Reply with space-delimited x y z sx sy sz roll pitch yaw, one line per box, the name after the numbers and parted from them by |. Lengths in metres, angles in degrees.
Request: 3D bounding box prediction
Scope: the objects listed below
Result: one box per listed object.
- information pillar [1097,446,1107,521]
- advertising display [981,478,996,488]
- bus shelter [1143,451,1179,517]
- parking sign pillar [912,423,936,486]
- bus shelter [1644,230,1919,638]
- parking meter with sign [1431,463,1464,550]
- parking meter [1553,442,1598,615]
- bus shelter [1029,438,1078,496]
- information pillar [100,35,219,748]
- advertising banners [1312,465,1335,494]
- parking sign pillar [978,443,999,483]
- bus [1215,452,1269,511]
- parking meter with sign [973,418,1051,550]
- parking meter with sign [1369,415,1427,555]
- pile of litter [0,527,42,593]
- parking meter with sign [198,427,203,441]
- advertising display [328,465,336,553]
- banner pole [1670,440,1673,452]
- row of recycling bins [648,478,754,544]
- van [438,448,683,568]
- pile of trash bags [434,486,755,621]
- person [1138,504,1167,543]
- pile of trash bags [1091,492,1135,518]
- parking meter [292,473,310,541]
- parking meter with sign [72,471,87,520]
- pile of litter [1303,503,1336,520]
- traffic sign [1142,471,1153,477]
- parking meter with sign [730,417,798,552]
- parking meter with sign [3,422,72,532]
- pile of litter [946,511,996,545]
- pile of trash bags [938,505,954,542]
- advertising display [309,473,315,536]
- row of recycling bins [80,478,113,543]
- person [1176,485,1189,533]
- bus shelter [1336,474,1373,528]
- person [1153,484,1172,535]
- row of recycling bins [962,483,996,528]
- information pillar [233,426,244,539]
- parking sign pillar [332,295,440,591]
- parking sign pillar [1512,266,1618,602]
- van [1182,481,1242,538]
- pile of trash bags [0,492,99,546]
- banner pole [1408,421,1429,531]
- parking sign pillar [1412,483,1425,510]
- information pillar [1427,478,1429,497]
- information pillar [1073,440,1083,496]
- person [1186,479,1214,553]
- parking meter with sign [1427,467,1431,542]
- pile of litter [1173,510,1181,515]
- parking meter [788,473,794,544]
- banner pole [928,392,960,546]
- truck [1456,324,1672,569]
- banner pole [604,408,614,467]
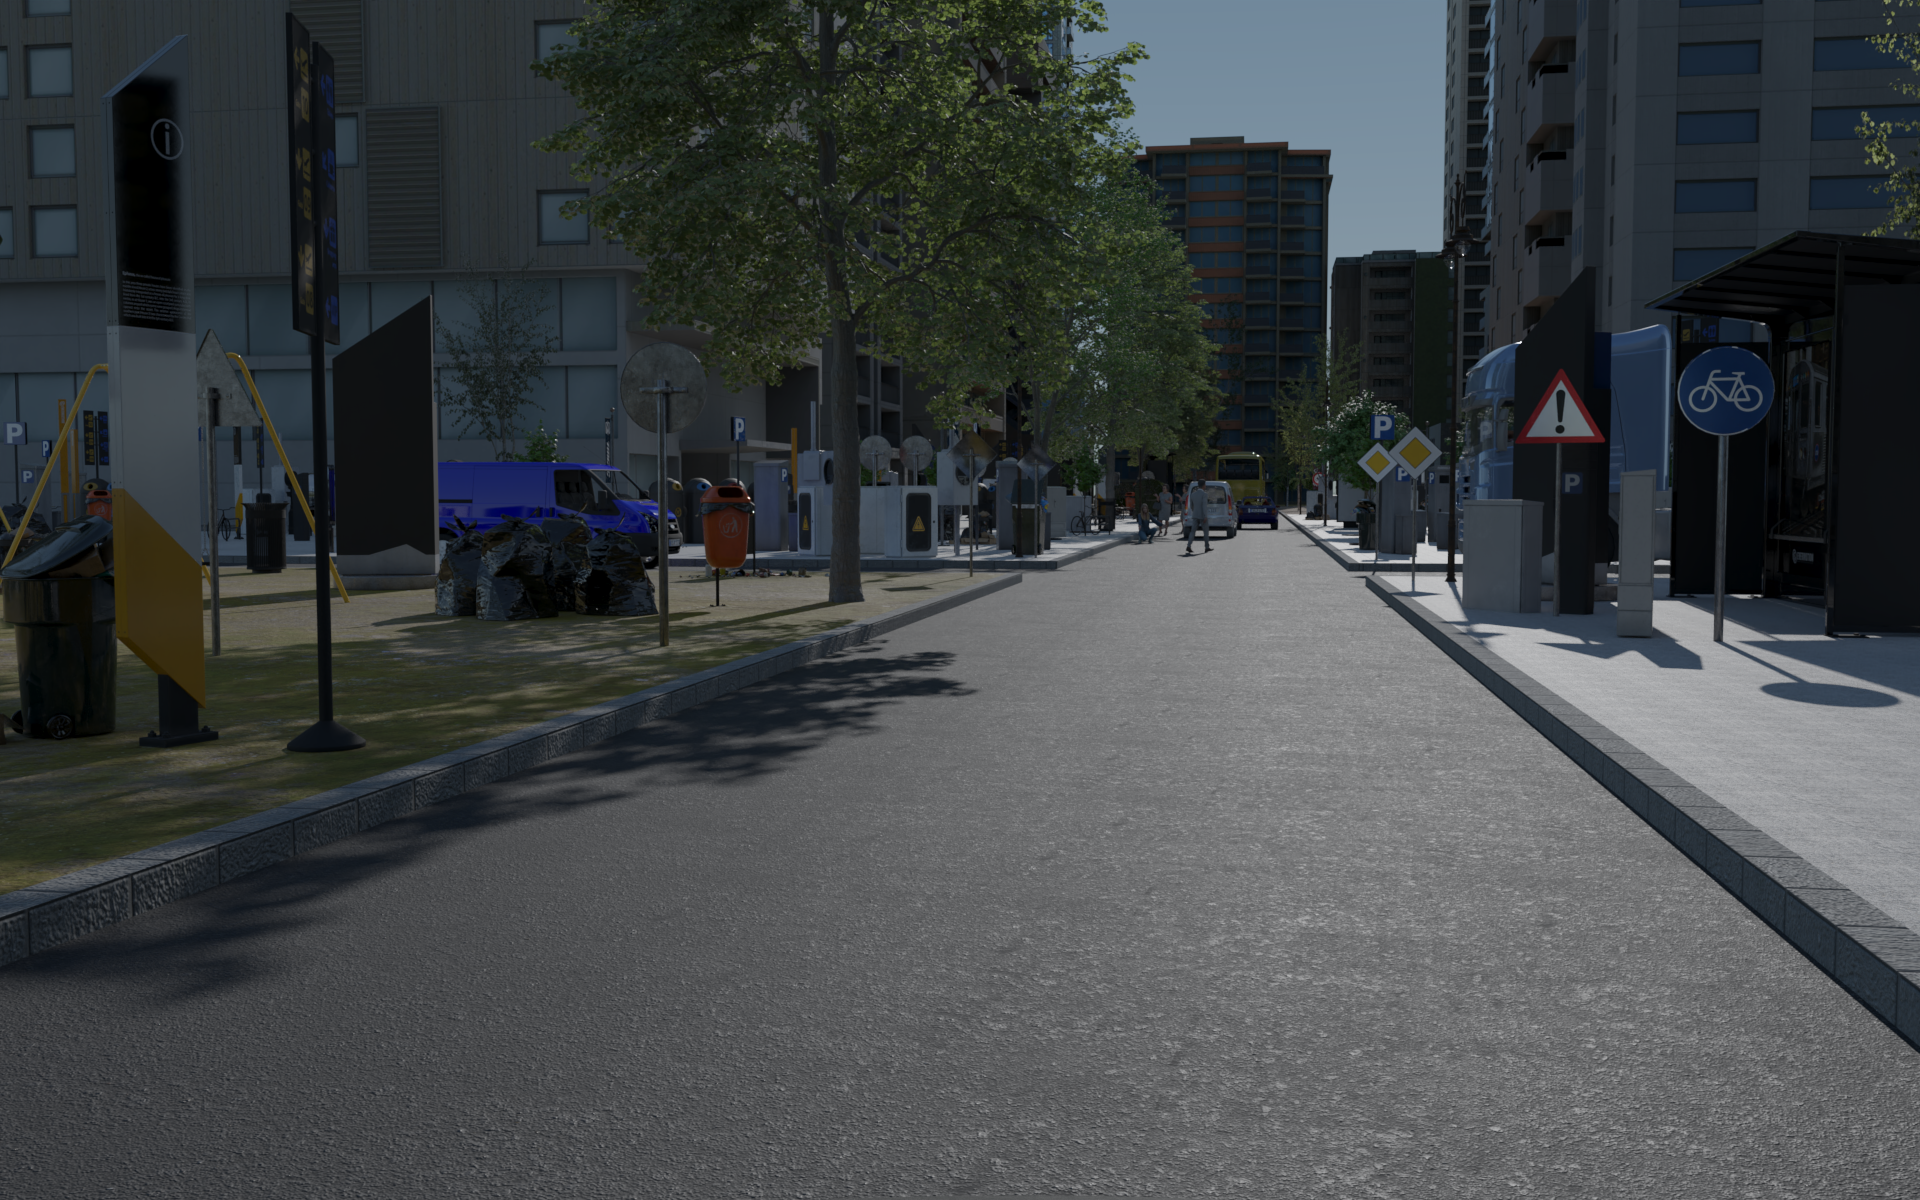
6.423 -5.298 77.977 0.504 3.616 0.183 -2 4 -31 | information pillar
1.307 -3.949 69.775 0.974 1.923 0.123 -2 4 -25 | advertising display
11.422 -6.539 98.197 1.731 3.624 6.357 1 4 10 | bus shelter
-1.351 -4.786 66.716 1.447 3.967 1.447 2 4 28 | parking sign pillar
8.806 -1.657 18.382 1.731 3.624 6.357 1 4 10 | bus shelter
11.798 -2.702 40.433 1.738 3.016 0.543 -3 5 -41 | parking meter with sign
6.568 -0.783 18.521 0.399 1.863 0.255 3 5 40 | parking meter
4.174 -5.063 74.059 1.731 3.624 6.357 1 4 9 | bus shelter
-4.059 -1.064 8.748 0.183 3.616 0.504 2 4 24 | information pillar
21.740 -6.485 102.225 2.074 3.025 0.090 1 4 21 | advertising banners
1.510 -6.151 89.047 1.447 3.967 1.447 -3 5 -41 | parking sign pillar
16.362 -6.666 100.533 2.896 3.916 12.252 1 4 11 | bus
1.208 -2.663 39.806 1.738 3.016 0.543 -1 4 -8 | parking meter with sign
9.395 -2.512 37.340 0.543 3.016 1.738 0 4 -8 | parking meter with sign
-12.442 -0.533 22.678 1.719 0.858 1.176 1 4 11 | pile of litter
-17.590 -2.649 39.567 0.543 3.016 1.738 -2 4 -25 | parking meter with sign
-13.990 -2.023 38.295 0.123 1.923 0.974 -2 4 -33 | advertising display
29.378 -4.948 70.922 0.863 3.779 0.401 3 5 45 | banner pole
-6.386 -2.320 45.052 3.534 1.692 1.069 -2 4 -29 | row of recycling bins
-7.919 -1.750 32.992 5.245 2.365 2.240 1 4 11 | van
-3.880 -0.558 18.870 3.447 1.369 1.912 -2 4 -29 | pile of trash bags
5.555 -2.239 50.607 1.012 1.151 0.738 -1 4 -15 | person
7.752 -5.023 91.877 3.447 1.369 1.912 2 4 28 | pile of trash bags
-18.007 -2.545 47.318 0.399 1.863 0.255 1 4 19 | parking meter
-28.929 -3.689 56.581 0.543 3.016 1.738 3 4 39 | parking meter with sign
17.648 -4.337 84.872 1.719 0.858 1.176 1 4 10 | pile of litter
10.247 -5.785 94.684 0.768 2.556 0.104 1 4 12 | traffic sign
-4.250 -2.611 38.955 1.738 3.016 0.543 1 4 21 | parking meter with sign
-22.832 -2.849 42.849 0.543 3.016 1.738 0 4 3 | parking meter with sign
0.473 -1.851 44.226 1.719 0.858 1.176 3 4 37 | pile of litter
-1.007 -2.330 47.841 1.912 1.369 3.447 0 4 -8 | pile of trash bags
-19.423 -2.917 52.899 0.974 1.923 0.123 0 4 1 | advertising display
-21.416 -2.310 44.889 3.534 1.692 1.069 2 4 26 | row of recycling bins
8.214 -3.366 63.894 0.532 1.782 0.716 -1 4 -16 | person
14.624 -4.226 63.025 2.014 3.302 5.546 1 4 10 | bus shelter
6.992 -3.136 60.127 0.716 1.782 0.532 2 4 31 | person
1.699 -3.543 65.039 3.534 1.692 1.069 3 5 45 | row of recycling bins
-20.449 -3.529 49.058 0.183 3.616 0.504 -3 4 -38 | information pillar
-7.822 -2.149 23.612 1.447 3.967 1.447 -1 4 -9 | parking sign pillar
7.360 -2.003 21.217 1.447 3.967 1.447 -1 4 -20 | parking sign pillar
8.357 -3.098 57.671 2.013 2.044 4.112 1 4 11 | van
-21.226 -1.827 39.631 3.447 1.369 1.912 -3 4 -37 | pile of trash bags
15.880 -4.270 59.838 0.863 3.779 0.401 1 4 8 | banner pole
19.741 -5.330 75.612 1.447 3.967 1.447 -1 4 -20 | parking sign pillar
21.176 -4.505 78.152 0.304 2.012 0.304 1 4 22 | information pillar
4.790 -4.819 70.143 0.504 3.616 0.183 -3 5 -43 | information pillar
5.865 -2.059 42.432 0.850 1.792 0.678 -3 5 -41 | person
12.887 -3.060 46.284 1.738 3.016 0.543 -1 4 -12 | parking meter with sign
13.304 -5.790 108.637 1.176 0.858 1.719 1 4 20 | pile of litter
-4.365 -2.290 43.154 0.399 1.863 0.255 -3 4 -37 | parking meter
-0.280 -3.220 42.662 0.401 3.779 0.863 3 5 44 | banner pole
17.001 -2.314 27.595 18.799 4.110 2.967 1 4 9 | truck
-10.120 -3.676 50.113 0.401 3.779 0.863 0 4 8 | banner pole
